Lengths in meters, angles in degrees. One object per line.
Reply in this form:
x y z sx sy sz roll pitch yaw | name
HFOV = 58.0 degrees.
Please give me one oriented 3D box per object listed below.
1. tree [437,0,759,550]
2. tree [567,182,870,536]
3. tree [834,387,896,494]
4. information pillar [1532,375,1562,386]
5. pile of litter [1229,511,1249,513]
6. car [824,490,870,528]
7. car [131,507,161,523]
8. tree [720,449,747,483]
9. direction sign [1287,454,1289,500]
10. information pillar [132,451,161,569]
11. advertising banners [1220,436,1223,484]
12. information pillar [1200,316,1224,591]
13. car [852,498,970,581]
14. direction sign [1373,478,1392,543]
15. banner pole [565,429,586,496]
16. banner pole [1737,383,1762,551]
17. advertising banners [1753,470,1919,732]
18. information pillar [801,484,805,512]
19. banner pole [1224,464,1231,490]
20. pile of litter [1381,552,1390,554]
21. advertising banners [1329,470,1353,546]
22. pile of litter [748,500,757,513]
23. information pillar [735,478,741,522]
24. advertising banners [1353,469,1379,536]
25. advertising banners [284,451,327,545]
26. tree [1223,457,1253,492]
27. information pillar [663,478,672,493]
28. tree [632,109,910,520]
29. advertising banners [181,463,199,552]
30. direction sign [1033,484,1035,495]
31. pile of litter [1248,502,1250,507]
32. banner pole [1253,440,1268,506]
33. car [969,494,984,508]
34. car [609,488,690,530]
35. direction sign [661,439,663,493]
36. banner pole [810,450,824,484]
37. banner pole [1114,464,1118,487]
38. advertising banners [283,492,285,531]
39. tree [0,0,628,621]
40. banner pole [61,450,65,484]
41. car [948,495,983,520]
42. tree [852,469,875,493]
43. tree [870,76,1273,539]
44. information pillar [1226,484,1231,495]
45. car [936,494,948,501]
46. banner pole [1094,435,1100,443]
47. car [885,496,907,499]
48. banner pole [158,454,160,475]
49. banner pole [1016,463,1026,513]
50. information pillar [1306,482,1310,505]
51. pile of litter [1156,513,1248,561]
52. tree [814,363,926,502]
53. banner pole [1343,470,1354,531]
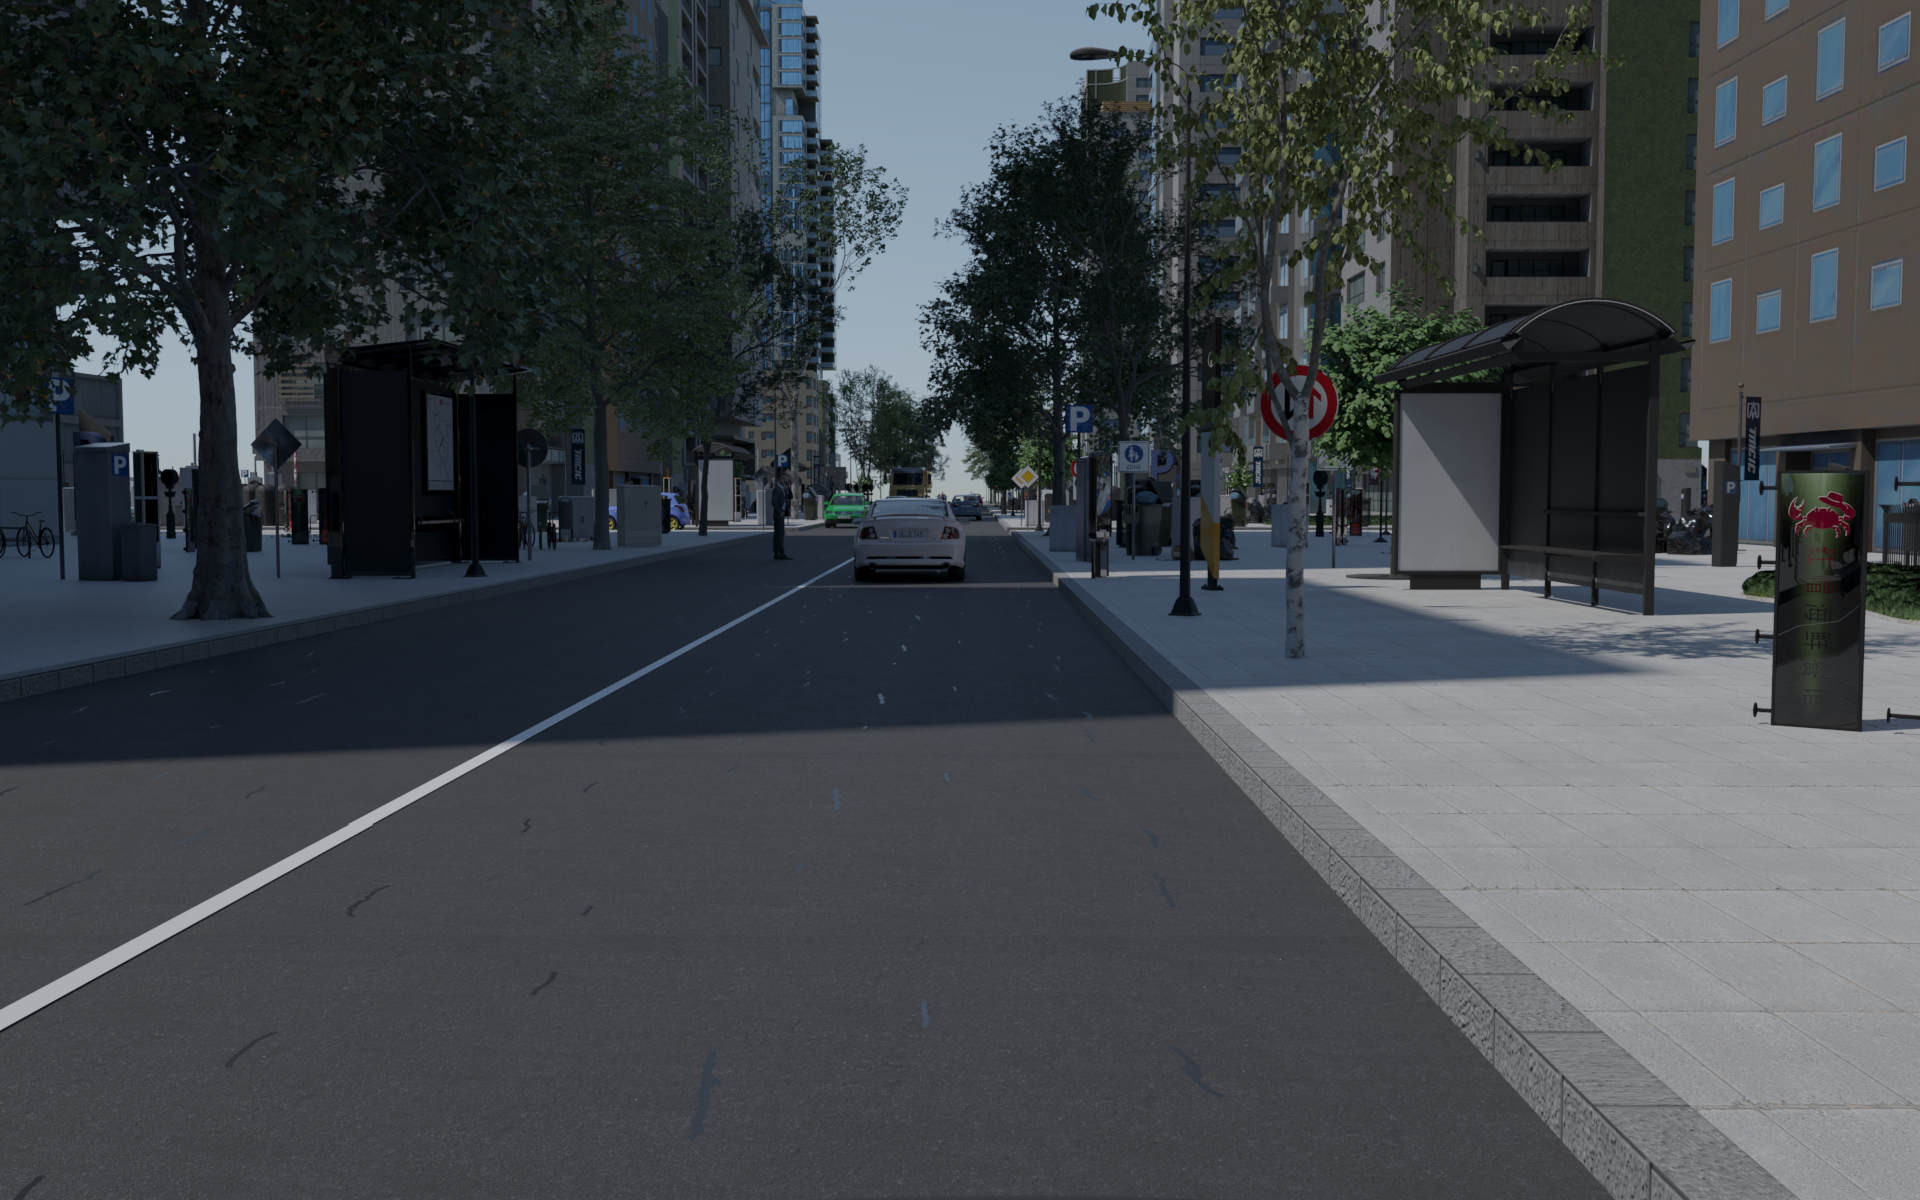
-8.697 -7.442 39.801 7.486 12.596 7.792 0 3 0 | tree
-7.842 -7.226 52.557 8.767 10.594 7.601 -1 4 -14 | tree
-6.701 -10.232 117.655 4.360 8.622 3.978 0 3 0 | tree
9.928 -2.323 29.328 0.504 3.616 0.183 1 4 18 | information pillar
5.980 -1.627 40.563 1.176 0.858 1.719 1 4 20 | pile of litter
-4.781 -3.997 74.150 1.959 1.807 4.718 0 4 1 | car
-32.001 -3.176 63.723 4.920 1.459 2.131 0 4 -1 | car
-17.142 -8.666 125.396 4.285 4.588 4.351 0 3 0 | tree
18.525 -6.477 97.900 0.379 3.537 0.876 1 4 13 | direction sign
-13.970 -1.545 29.757 0.304 2.012 0.304 2 4 35 | information pillar
6.606 -3.033 45.775 0.090 3.025 2.074 2 4 29 | advertising banners
3.354 -1.944 23.135 0.183 3.616 0.504 -1 4 -14 | information pillar
-0.854 -1.080 30.015 2.083 1.381 4.827 0 4 -1 | car
11.166 -3.295 45.870 0.876 3.537 0.379 -3 4 -38 | direction sign
-13.035 -4.183 58.412 0.863 3.779 0.401 -1 4 -11 | banner pole
17.771 -3.004 39.129 0.863 3.779 0.401 -1 4 -23 | banner pole
5.258 -0.780 8.948 2.074 3.025 0.090 3 4 38 | advertising banners
-10.995 -7.157 121.502 0.304 2.012 0.304 0 4 -2 | information pillar
22.052 -9.324 142.466 0.401 3.779 0.863 -3 4 -38 | banner pole
9.856 -1.433 37.392 1.719 0.858 1.176 -1 4 -11 | pile of litter
9.392 -2.860 42.941 0.090 3.025 2.074 2 4 24 | advertising banners
-13.980 -6.385 118.358 1.719 0.858 1.176 0 4 3 | pile of litter
-10.230 -4.578 79.346 0.304 2.012 0.304 -3 4 -38 | information pillar
12.118 -3.477 53.035 0.090 3.025 2.074 -2 4 -34 | advertising banners
-16.060 -2.917 43.877 2.074 3.025 0.090 0 4 7 | advertising banners
14.095 -5.694 87.703 1.663 3.219 1.824 0 3 0 | tree
-13.027 -4.450 77.256 0.304 2.012 0.304 1 4 18 | information pillar
-9.655 -14.131 86.923 12.611 20.169 13.585 0 3 0 | tree
-17.035 -2.611 38.879 0.090 3.025 2.074 0 4 -3 | advertising banners
4.532 -6.979 106.105 0.876 3.537 0.379 -2 4 -33 | direction sign
17.891 -5.765 108.229 1.719 0.858 1.176 1 4 18 | pile of litter
13.928 -5.505 80.027 0.863 3.779 0.401 1 4 23 | banner pole
1.560 -10.780 185.288 2.155 1.783 4.494 0 4 0 | car
-12.107 -3.424 65.579 3.694 1.707 1.945 0 4 -1 | car
-12.072 -4.783 70.195 0.379 3.537 0.876 -1 4 -15 | direction sign
-8.312 -6.660 98.905 0.863 3.779 0.401 -3 5 -44 | banner pole
12.298 -8.981 136.863 0.401 3.779 0.863 2 4 29 | banner pole
-22.291 -3.759 57.655 0.090 3.025 2.074 -2 4 -33 | advertising banners
-7.767 -6.164 17.791 9.611 12.733 9.660 0 3 0 | tree
-50.859 -6.610 98.094 0.401 3.779 0.863 0 4 1 | banner pole
0.293 -5.112 95.580 2.014 1.417 4.499 0 4 -1 | car
-7.421 -8.284 130.040 1.663 3.219 1.824 0 3 0 | tree
3.608 -6.396 38.984 7.601 10.594 8.767 2 4 30 | tree
18.254 -6.914 117.529 0.304 2.012 0.304 -2 4 -28 | information pillar
-3.151 -17.885 301.456 2.155 1.783 4.494 0 4 -1 | car
5.854 -5.050 72.579 0.863 3.779 0.401 1 4 18 | banner pole
-3.626 -5.238 98.215 1.945 1.354 3.894 0 4 0 | car
-50.702 -7.286 109.146 0.401 3.779 0.863 3 5 43 | banner pole
3.978 -7.627 114.716 0.863 3.779 0.401 0 4 -4 | banner pole
21.145 -6.196 105.799 0.304 2.012 0.304 -1 4 -19 | information pillar
4.604 -1.204 33.649 1.719 0.858 1.176 0 4 2 | pile of litter
-7.539 -13.036 138.898 9.928 11.665 9.643 0 3 0 | tree
13.459 -4.265 59.744 0.401 3.779 0.863 -1 4 -13 | banner pole
